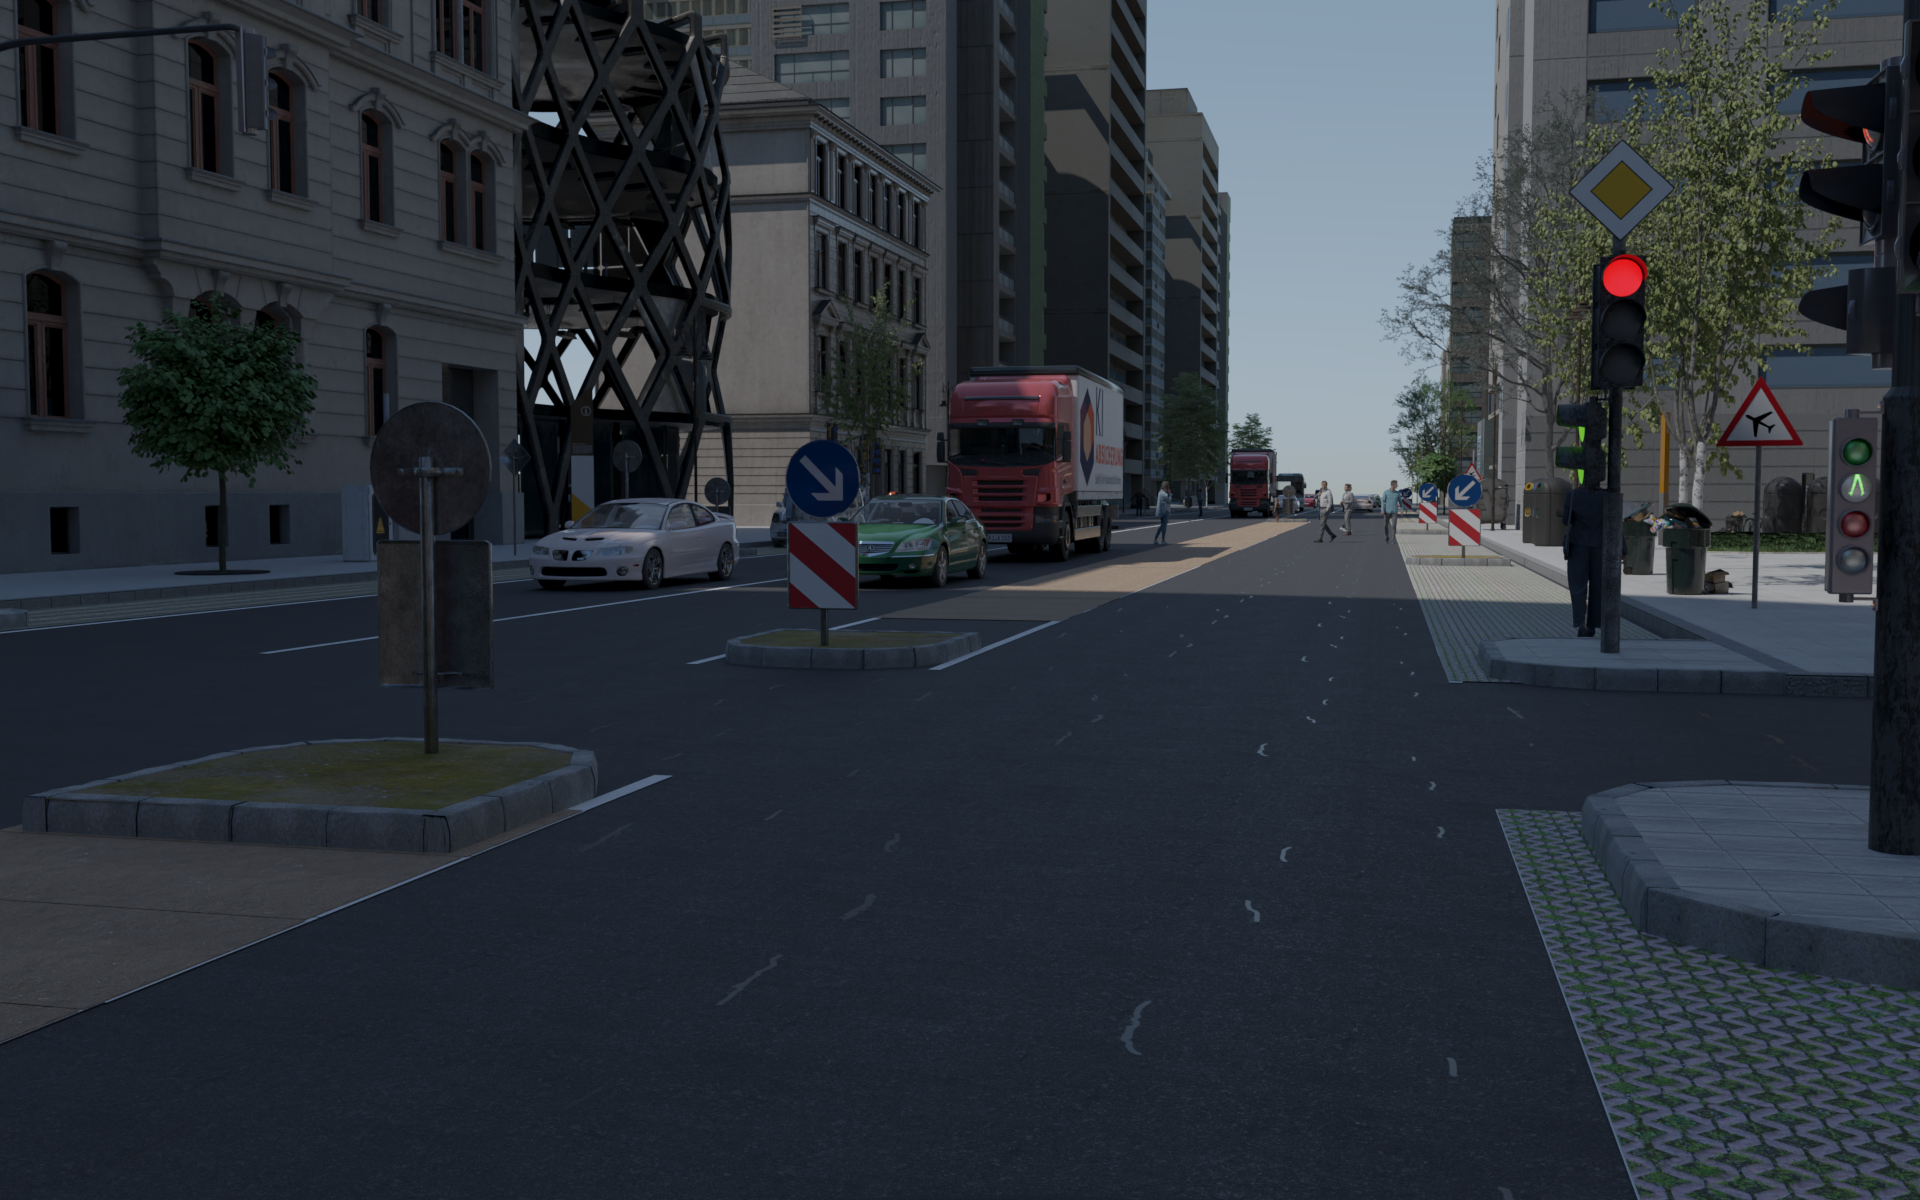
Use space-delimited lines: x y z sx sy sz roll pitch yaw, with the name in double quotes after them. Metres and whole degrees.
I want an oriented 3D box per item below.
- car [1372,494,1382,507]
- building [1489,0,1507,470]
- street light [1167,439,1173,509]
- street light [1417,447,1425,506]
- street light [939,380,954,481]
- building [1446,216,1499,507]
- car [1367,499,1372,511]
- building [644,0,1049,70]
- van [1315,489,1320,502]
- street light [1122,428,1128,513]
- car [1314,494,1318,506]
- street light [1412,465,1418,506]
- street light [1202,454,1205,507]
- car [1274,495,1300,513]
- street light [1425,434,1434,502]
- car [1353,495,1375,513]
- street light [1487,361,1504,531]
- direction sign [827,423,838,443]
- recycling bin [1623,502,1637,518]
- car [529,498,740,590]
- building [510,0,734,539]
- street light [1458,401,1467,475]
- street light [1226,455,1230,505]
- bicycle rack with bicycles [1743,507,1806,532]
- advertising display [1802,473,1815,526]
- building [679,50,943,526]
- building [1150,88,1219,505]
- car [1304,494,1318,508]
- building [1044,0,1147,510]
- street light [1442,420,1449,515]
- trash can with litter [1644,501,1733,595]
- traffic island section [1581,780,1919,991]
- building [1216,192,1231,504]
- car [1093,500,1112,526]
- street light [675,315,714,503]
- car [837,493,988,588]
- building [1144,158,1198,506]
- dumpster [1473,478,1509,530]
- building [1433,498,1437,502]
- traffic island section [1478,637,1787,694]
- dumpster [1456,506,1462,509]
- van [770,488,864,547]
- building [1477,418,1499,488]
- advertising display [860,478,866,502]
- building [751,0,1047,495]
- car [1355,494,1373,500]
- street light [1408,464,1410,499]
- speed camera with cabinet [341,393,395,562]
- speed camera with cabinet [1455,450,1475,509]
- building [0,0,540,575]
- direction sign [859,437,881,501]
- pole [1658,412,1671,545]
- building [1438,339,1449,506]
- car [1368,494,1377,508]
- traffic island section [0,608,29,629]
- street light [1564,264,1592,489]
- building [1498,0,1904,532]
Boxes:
44.910 -10.801 188.386 2.131 1.459 4.920 1 4 15 "car"
48.283 -31.775 108.757 28.713 52.752 27.495 1 4 14 "building"
17.606 -10.531 144.973 0.468 5.910 1.993 1 4 14 "street light"
42.792 -11.452 160.034 0.468 5.910 1.993 1 4 14 "street light"
-0.475 -5.976 70.495 0.468 5.910 1.993 1 4 14 "street light"
58.159 -25.001 180.467 14.160 30.474 14.107 1 4 14 "building"
33.724 -8.183 146.151 2.083 1.381 4.827 1 4 13 "car"
-8.102 -26.296 121.825 32.217 40.220 23.993 1 4 14 "building"
45.716 -13.087 218.360 2.240 2.365 5.245 1 4 16 "van"
11.243 -8.941 118.977 0.468 5.910 1.993 1 4 14 "street light"
42.583 -12.345 210.638 1.959 1.807 4.718 1 4 15 "car"
49.977 -13.239 189.240 0.468 5.910 1.993 1 4 14 "street light"
24.521 -12.314 174.113 0.468 5.910 1.993 1 4 14 "street light"
25.160 -7.407 133.467 2.083 1.381 4.827 1 4 14 "car"
36.463 -9.870 134.155 0.468 5.910 1.993 1 4 14 "street light"
31.199 -7.491 134.832 2.083 1.381 4.827 1 4 14 "car"
18.550 -5.343 60.139 0.468 5.910 1.993 1 4 14 "street light"
-4.081 -3.876 55.369 0.379 3.537 0.876 1 4 17 "direction sign"
21.488 -2.677 56.323 0.722 1.027 0.722 -1 4 -8 "recycling bin"
-5.086 -0.933 27.614 2.083 1.381 4.827 1 4 15 "car"
-16.091 -11.448 54.635 16.820 18.784 16.811 1 4 14 "building"
24.835 -6.914 85.824 0.468 5.910 1.993 1 4 14 "street light"
30.898 -13.884 199.784 0.468 5.910 1.993 1 4 14 "street light"
22.839 -2.093 47.606 2.925 0.926 2.852 -1 4 -13 "bicycle rack with bicycles"
25.599 -2.881 52.312 0.123 1.923 0.974 3 5 40 "advertising display"
-8.239 -13.021 77.526 10.561 19.102 19.286 1 4 14 "building"
19.912 -36.013 212.519 21.300 48.544 21.600 1 4 14 "building"
34.828 -10.069 173.668 2.155 1.783 4.494 1 4 13 "car"
3.270 -31.733 142.537 21.300 48.544 21.600 1 4 14 "building"
30.304 -8.285 108.239 0.468 5.910 1.993 1 4 14 "street light"
9.439 -0.666 22.277 1.055 1.170 0.624 -2 4 -34 "trash can with litter"
3.399 0.980 6.256 2.009 0.180 2.903 1 4 14 "traffic island section"
28.045 -33.390 229.523 14.154 41.232 14.086 1 4 14 "building"
4.955 -3.545 69.756 2.131 1.459 4.920 1 4 15 "car"
-6.849 -4.406 44.833 0.468 5.910 1.993 1 4 14 "street light"
-0.798 -1.003 28.198 2.131 1.459 4.920 1 4 13 "car"
9.659 -30.575 191.775 32.217 40.220 23.993 1 4 14 "building"
19.029 -3.448 62.137 1.264 1.857 1.865 1 4 14 "dumpster"
78.069 -32.621 225.241 32.217 40.220 23.993 1 4 14 "building"
5.282 0.505 14.017 2.009 0.180 2.903 1 4 14 "traffic island section"
22.325 -4.284 75.810 1.264 1.857 1.865 1 4 13 "dumpster"
-3.876 -2.470 47.400 2.013 2.044 4.112 1 4 13 "van"
54.071 -50.417 136.988 22.319 86.520 31.000 1 4 14 "building"
-4.103 -4.021 70.952 0.974 1.923 0.123 -3 4 -37 "advertising display"
-3.164 -25.473 100.084 14.154 41.232 14.086 1 4 14 "building"
36.271 -8.972 156.482 2.009 1.686 4.222 1 4 13 "car"
56.300 -14.847 215.530 0.468 5.910 1.993 1 4 14 "street light"
-11.198 -2.391 33.435 0.660 3.252 2.038 1 4 8 "speed camera with cabinet"
23.015 -5.162 78.734 0.660 3.252 2.038 0 4 5 "speed camera with cabinet"
-19.837 -15.099 34.253 14.401 28.519 23.554 1 4 14 "building"
-3.597 -4.722 69.196 0.876 3.537 0.379 -1 4 -20 "direction sign"
17.583 -3.021 43.233 0.158 3.312 0.155 0 3 0 "pole"
70.159 -21.705 199.923 27.650 21.520 28.899 1 4 14 "building"
42.026 -10.196 178.712 2.014 1.417 4.499 1 4 12 "car"
-11.230 0.261 18.014 2.009 0.180 2.903 1 4 14 "traffic island section"
12.291 -3.771 34.449 0.468 5.910 1.993 1 4 14 "street light"
32.948 -32.239 69.105 21.231 58.520 28.212 1 4 14 "building"
